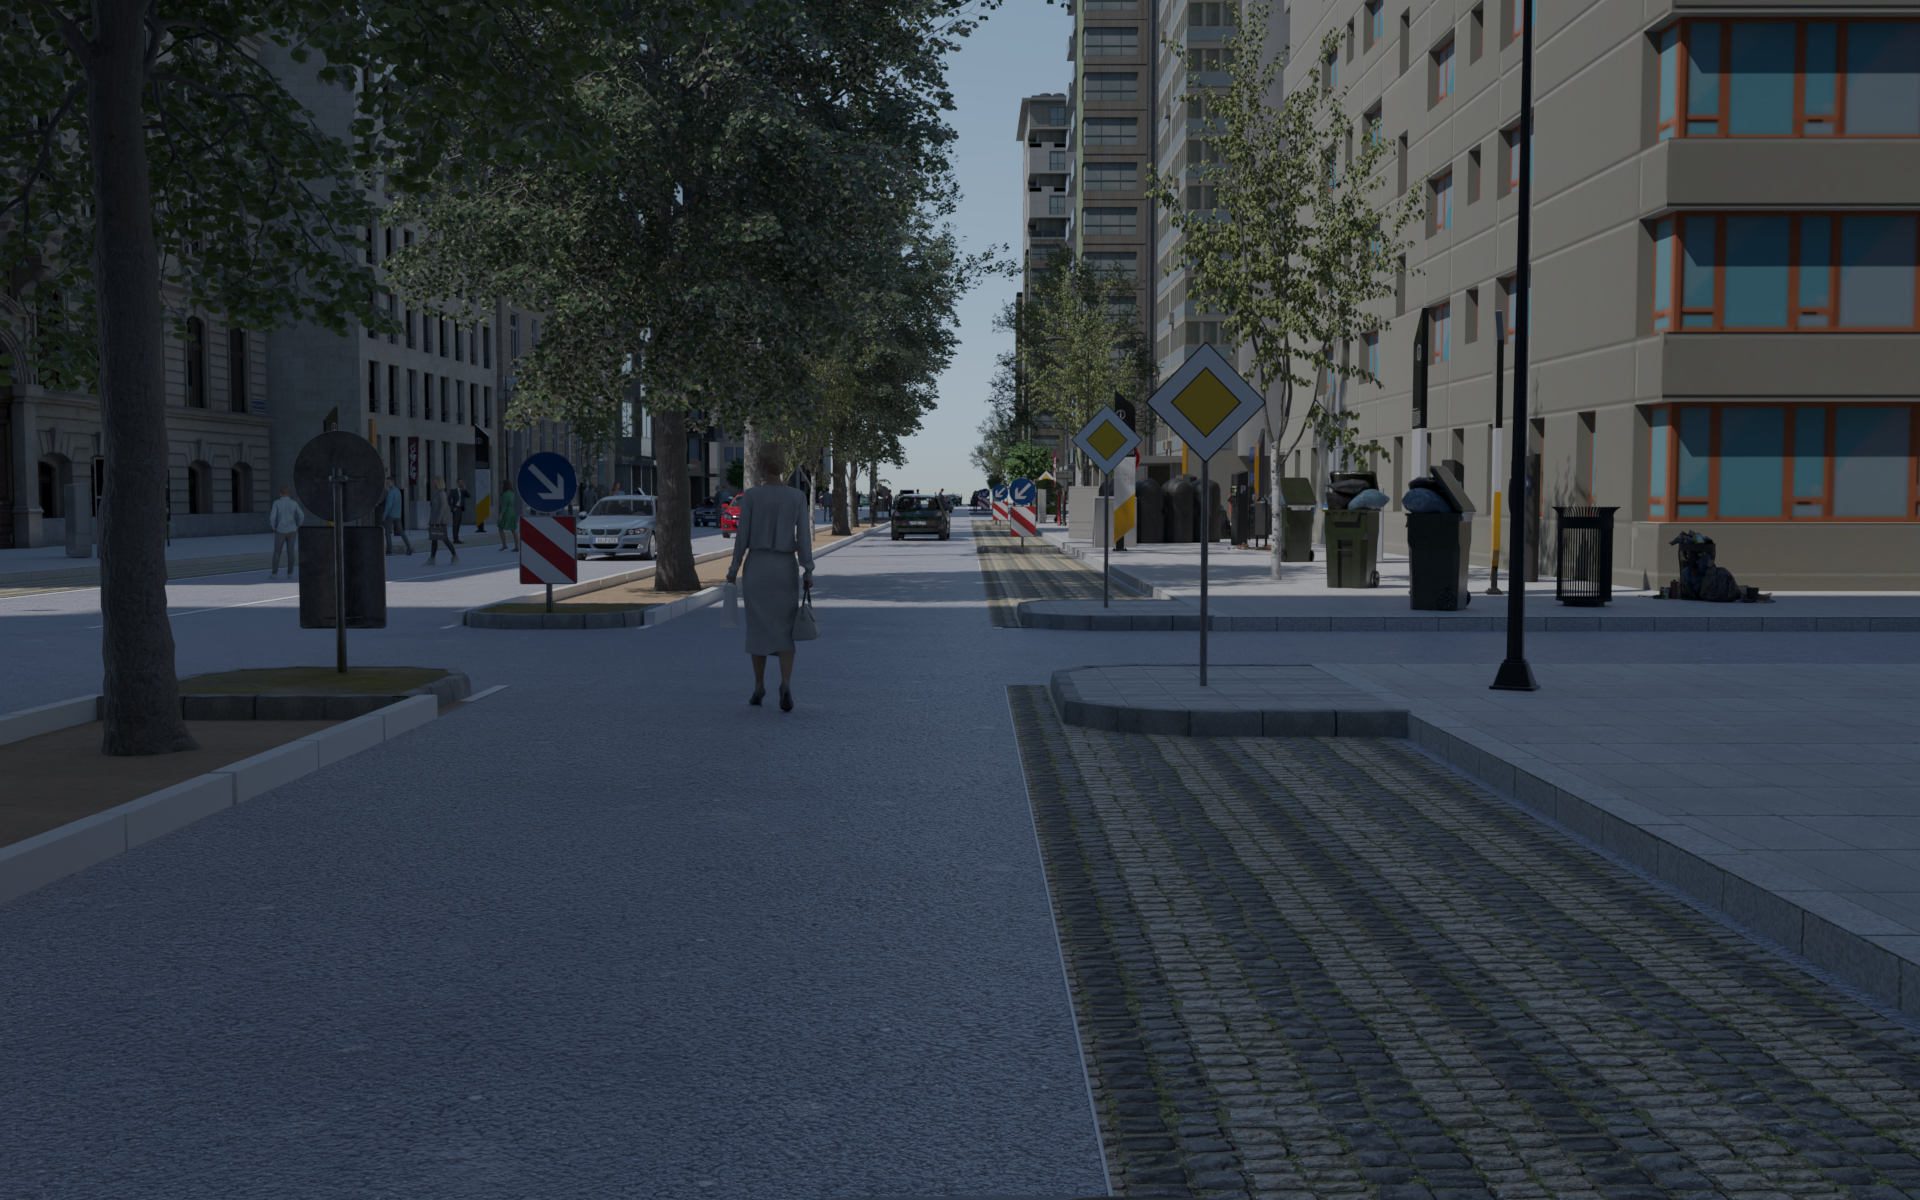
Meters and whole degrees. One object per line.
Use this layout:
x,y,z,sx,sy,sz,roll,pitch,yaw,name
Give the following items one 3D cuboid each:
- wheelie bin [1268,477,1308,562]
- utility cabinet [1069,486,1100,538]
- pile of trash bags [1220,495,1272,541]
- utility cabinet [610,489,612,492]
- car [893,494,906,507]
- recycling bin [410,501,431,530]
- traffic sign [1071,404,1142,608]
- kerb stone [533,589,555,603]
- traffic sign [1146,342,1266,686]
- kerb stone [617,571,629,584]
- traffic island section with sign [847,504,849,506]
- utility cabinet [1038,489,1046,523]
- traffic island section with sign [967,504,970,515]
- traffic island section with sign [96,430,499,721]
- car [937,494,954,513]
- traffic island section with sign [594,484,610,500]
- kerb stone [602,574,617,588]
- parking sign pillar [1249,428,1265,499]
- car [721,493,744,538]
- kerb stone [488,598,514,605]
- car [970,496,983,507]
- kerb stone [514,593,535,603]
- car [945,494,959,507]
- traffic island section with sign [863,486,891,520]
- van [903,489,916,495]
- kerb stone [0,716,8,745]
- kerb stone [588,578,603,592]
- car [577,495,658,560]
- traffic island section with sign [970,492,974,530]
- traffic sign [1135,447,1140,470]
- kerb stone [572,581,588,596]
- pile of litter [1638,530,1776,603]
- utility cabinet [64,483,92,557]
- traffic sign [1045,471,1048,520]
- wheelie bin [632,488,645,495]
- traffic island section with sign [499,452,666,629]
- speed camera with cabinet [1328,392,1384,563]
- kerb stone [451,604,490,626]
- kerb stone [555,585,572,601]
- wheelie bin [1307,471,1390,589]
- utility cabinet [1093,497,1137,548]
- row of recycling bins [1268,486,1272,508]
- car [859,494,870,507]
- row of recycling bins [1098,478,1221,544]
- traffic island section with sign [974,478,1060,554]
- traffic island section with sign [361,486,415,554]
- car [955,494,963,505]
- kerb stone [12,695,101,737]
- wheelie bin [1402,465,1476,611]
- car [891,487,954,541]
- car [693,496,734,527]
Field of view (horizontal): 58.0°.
6.259,-1.518,32.735,0.980,1.594,0.693,-1,4,-18,wheelie bin
3.705,-2.490,49.391,1.173,1.500,0.318,1,4,13,utility cabinet
7.885,-2.418,49.287,1.912,1.369,3.447,0,4,5,pile of trash bags
-16.084,-4.361,79.982,0.318,1.500,1.173,-1,4,-22,utility cabinet
-6.684,-11.351,195.380,2.009,1.686,4.222,0,4,-1,car
-19.136,-3.008,61.734,0.722,1.027,0.722,-3,4,-38,recycling bin
1.647,-0.970,19.509,0.795,2.450,0.064,0,4,0,traffic sign
-5.463,-0.013,22.430,0.120,0.150,1.000,0,4,0,kerb stone
1.625,-0.482,11.524,0.795,2.450,0.064,0,4,0,traffic sign
-5.461,-0.328,27.555,0.120,0.150,1.000,0,4,0,kerb stone
-13.856,-13.394,227.627,1.989,1.847,2.006,0,4,0,traffic island section with sign
3.635,-4.152,76.570,0.318,1.500,1.173,0,4,0,utility cabinet
1.625,-6.756,119.086,1.989,1.847,2.006,0,4,0,traffic island section with sign
-4.460,-0.227,11.856,2.006,1.907,1.989,0,4,0,traffic island section with sign
-1.463,-7.379,132.649,2.014,1.417,4.499,0,4,1,car
-14.290,-3.687,68.910,1.989,1.847,2.006,0,4,0,traffic island section with sign
-5.449,-0.263,26.524,0.120,0.150,1.000,0,4,0,kerb stone
12.069,-5.012,70.415,1.447,3.967,1.447,1,4,19,parking sign pillar
-6.802,-2.979,57.746,2.155,1.783,4.494,0,4,2,car
-5.468,0.111,20.376,0.120,0.150,1.000,0,4,0,kerb stone
2.044,-11.440,196.829,2.009,1.686,4.222,0,4,2,car
-5.473,0.049,21.398,0.120,0.150,1.000,0,4,0,kerb stone
-1.112,-11.487,199.612,2.131,1.459,4.920,0,4,-2,car
-4.232,-5.276,94.402,2.006,1.907,1.989,0,4,0,traffic island section with sign
-6.755,-13.473,224.665,2.240,2.365,5.245,0,4,1,van
-5.493,0.776,9.559,0.120,0.150,1.000,0,4,0,kerb stone
-5.461,-0.202,25.502,0.120,0.150,1.000,0,4,0,kerb stone
-7.454,-1.652,39.020,2.014,1.417,4.499,0,4,2,car
1.489,-3.710,69.290,1.989,1.847,2.006,0,4,0,traffic island section with sign
4.120,-2.642,43.305,0.768,2.556,0.104,0,4,6,traffic sign
-5.466,-0.136,24.480,0.120,0.150,1.000,0,4,0,kerb stone
9.093,-0.435,21.082,1.176,0.858,1.719,-1,4,-14,pile of litter
-17.894,-1.616,35.106,0.318,1.500,1.173,-3,4,-36,utility cabinet
4.271,-5.170,85.714,0.795,2.450,0.064,1,4,9,traffic sign
-16.237,-4.874,87.597,0.693,1.594,0.980,0,4,1,wheelie bin
-4.429,-0.681,19.263,2.006,1.907,1.989,0,4,0,traffic island section with sign
7.526,-2.358,32.892,0.660,3.252,2.038,0,4,-1,speed camera with cabinet
-5.473,0.174,19.345,0.120,0.150,1.000,0,4,0,kerb stone
-5.463,-0.073,23.458,0.120,0.150,1.000,0,4,0,kerb stone
5.383,-0.965,23.679,0.980,1.594,0.693,2,4,31,wheelie bin
3.700,-1.851,41.426,1.020,1.237,0.306,-1,4,-10,utility cabinet
12.150,-3.136,58.386,3.534,1.692,1.069,1,4,19,row of recycling bins
-10.009,-10.775,187.967,2.131,1.459,4.920,0,4,1,car
5.269,-2.334,45.272,3.534,1.692,1.069,-2,4,-25,row of recycling bins
1.401,-2.062,42.335,1.989,1.847,2.006,0,4,0,traffic island section with sign
-14.357,-2.038,41.955,1.989,1.847,2.006,0,4,0,traffic island section with sign
-0.693,-12.631,218.316,2.131,1.459,4.920,0,4,-1,car
-5.505,0.711,10.581,0.120,0.150,1.000,0,4,0,kerb stone
5.304,-0.693,19.237,0.693,1.594,0.980,2,4,30,wheelie bin
-1.217,-2.741,54.598,2.009,1.686,4.222,0,4,2,car
-10.784,-3.941,77.021,1.945,1.354,3.894,0,4,0,car
